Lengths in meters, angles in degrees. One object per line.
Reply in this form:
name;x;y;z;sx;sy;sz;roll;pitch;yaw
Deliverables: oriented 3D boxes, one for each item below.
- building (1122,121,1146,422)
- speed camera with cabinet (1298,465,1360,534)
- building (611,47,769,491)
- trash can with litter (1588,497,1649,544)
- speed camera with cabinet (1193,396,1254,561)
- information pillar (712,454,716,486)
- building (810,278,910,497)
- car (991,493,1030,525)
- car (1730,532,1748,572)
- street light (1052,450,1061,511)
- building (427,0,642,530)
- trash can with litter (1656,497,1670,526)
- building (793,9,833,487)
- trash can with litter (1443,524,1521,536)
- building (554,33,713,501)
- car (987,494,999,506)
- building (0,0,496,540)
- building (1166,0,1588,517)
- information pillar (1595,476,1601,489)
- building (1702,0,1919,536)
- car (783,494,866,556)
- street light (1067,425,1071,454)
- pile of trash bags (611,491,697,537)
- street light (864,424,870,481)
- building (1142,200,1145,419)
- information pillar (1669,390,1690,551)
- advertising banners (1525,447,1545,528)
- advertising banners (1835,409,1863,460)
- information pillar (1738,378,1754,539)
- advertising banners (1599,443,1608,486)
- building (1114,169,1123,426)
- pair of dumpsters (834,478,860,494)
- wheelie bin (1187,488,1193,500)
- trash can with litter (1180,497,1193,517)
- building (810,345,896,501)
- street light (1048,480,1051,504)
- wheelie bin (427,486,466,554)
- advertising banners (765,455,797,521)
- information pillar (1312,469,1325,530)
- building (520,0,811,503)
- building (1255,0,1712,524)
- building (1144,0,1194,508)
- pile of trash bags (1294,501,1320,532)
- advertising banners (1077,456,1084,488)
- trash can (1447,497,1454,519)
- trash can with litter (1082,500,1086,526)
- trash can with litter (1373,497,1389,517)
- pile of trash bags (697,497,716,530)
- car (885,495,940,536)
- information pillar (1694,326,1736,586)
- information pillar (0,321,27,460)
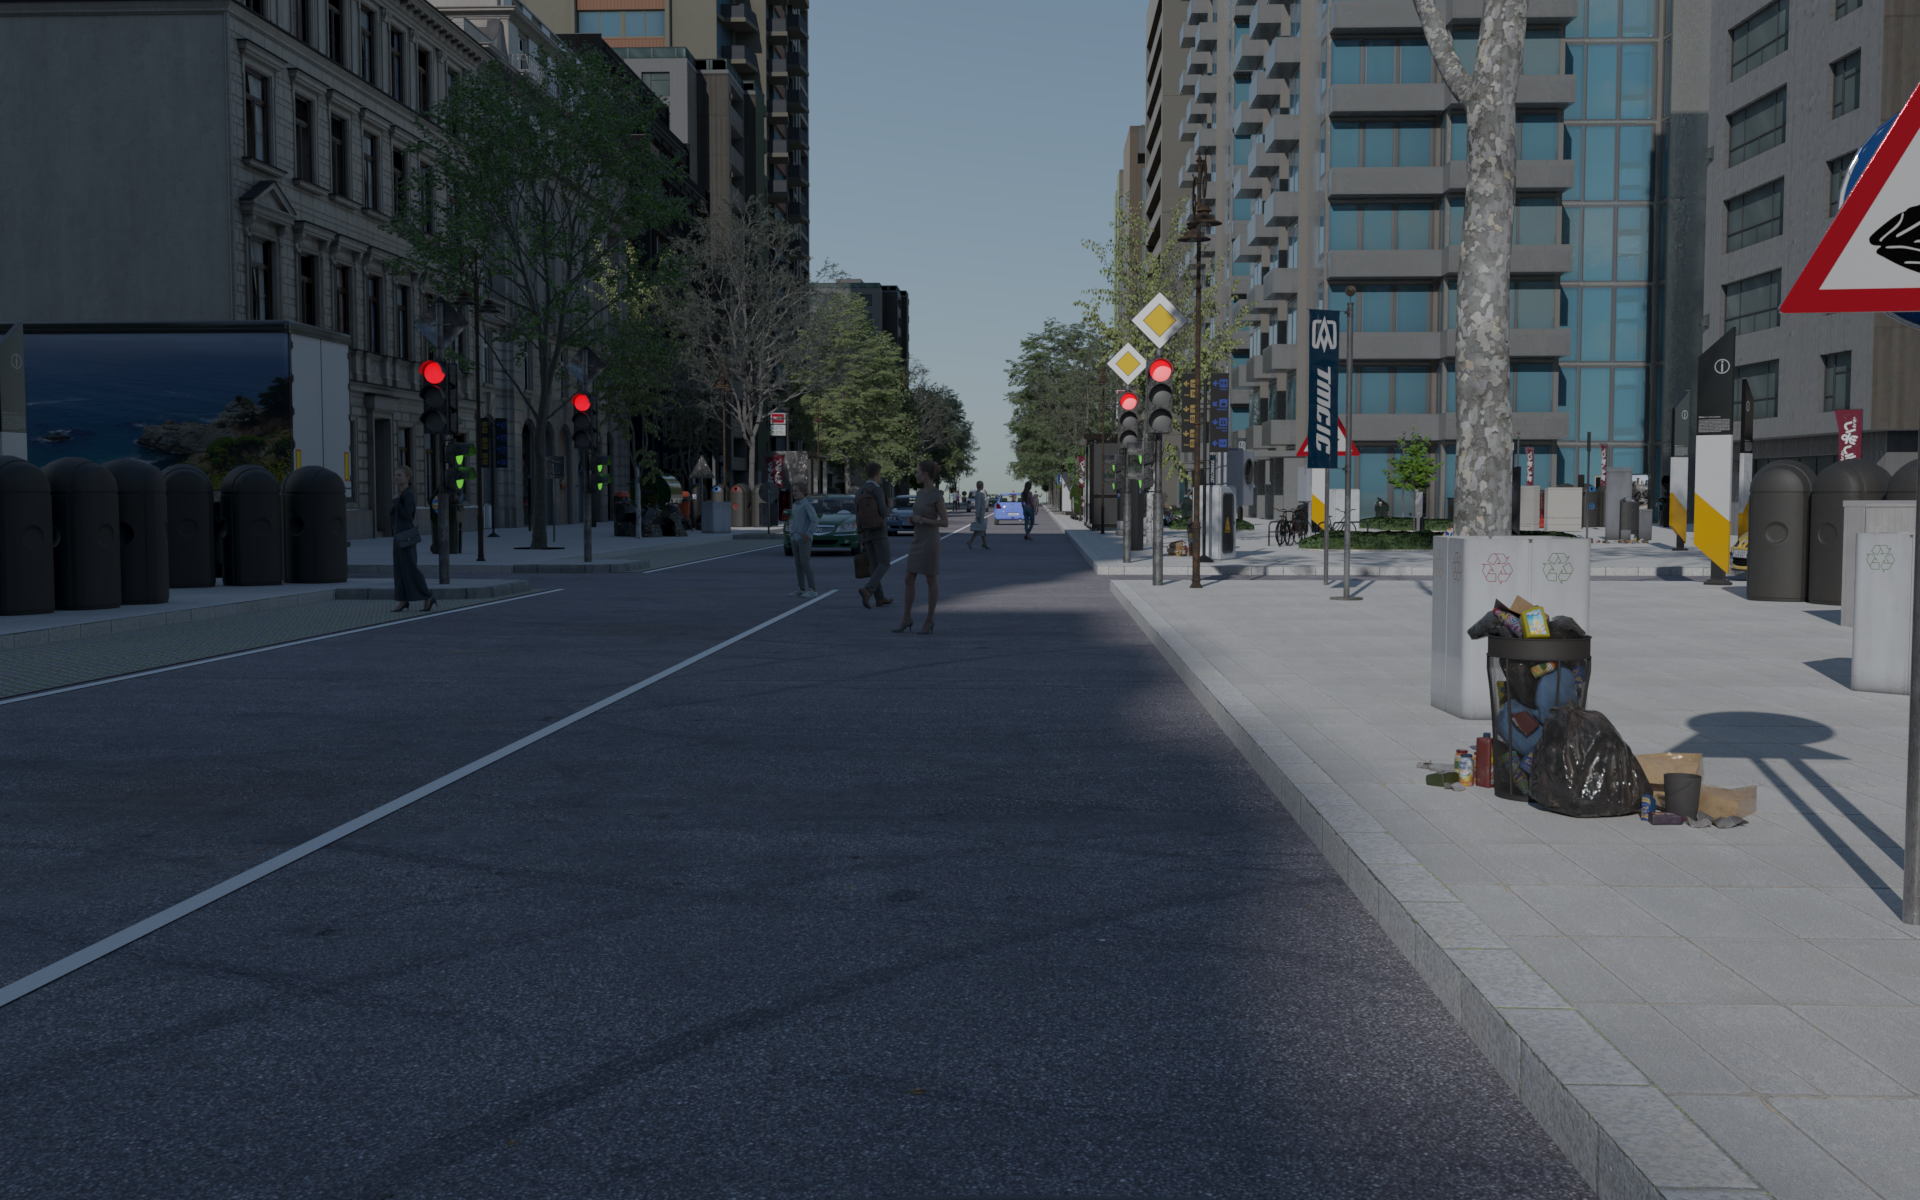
building;26.611;-33.995;205.934;14.600;45.320;14.200;0;4;2
speed camera with cabinet;11.946;-3.777;56.093;2.038;3.252;0.660;-1;4;-22
building;-20.906;-21.053;115.917;14.160;30.474;14.107;0;4;2
trash can with litter;17.072;-2.093;45.270;2.233;1.210;1.678;-1;4;-9
speed camera with cabinet;5.213;-2.435;34.156;0.660;3.252;2.038;2;4;28
information pillar;-14.443;-6.750;101.717;0.183;3.616;0.504;-2;4;-33
building;-14.390;-28.434;236.589;14.160;30.474;14.107;0;4;2
car;2.437;-4.376;81.144;1.945;1.707;3.694;0;4;0
car;14.680;-1.098;28.184;3.980;1.641;2.015;0;4;1
street light;8.748;-11.278;157.182;0.468;5.910;1.993;0;4;2
building;-22.312;-14.082;72.035;13.314;21.916;24.055;0;4;2
trash can with litter;28.590;-3.609;70.387;0.624;1.170;1.055;1;4;21
building;-22.588;-44.200;160.926;20.563;71.187;20.611;0;4;2
trash can with litter;5.069;-0.297;16.246;1.055;1.170;0.624;-2;4;-28
building;-20.762;-16.035;91.850;12.332;23.373;15.834;0;4;2
car;3.477;-10.572;182.633;2.009;1.686;4.222;0;4;1
building;-21.605;-11.365;50.441;10.561;19.102;19.286;0;4;2
building;27.345;-30.787;122.984;23.786;49.044;30.456;0;4;2
information pillar;26.253;-4.078;71.169;0.304;2.012;0.304;2;4;31
building;29.608;-16.781;46.067;14.107;30.474;14.160;0;4;2
car;-3.118;-1.831;41.736;2.131;1.459;4.920;0;4;2
street light;6.664;-8.191;106.712;0.468;5.910;1.993;0;4;2
pile of trash bags;-9.761;-2.640;52.920;1.912;1.369;3.447;-2;4;-35
street light;-5.844;-8.356;109.413;0.468;5.910;1.993;0;4;2
building;24.581;-24.213;167.580;14.160;30.474;14.107;0;4;2
information pillar;16.239;-2.919;39.080;0.504;3.616;0.183;-2;4;-28
advertising banners;21.734;-4.188;64.656;2.074;3.025;0.090;-2;4;-33
advertising banners;18.928;-2.391;35.278;2.074;3.025;0.090;2;4;30
information pillar;15.973;-2.683;35.215;0.183;3.616;0.504;3;5;43
advertising banners;22.809;-3.927;60.397;2.074;3.025;0.090;-3;5;-40
building;26.846;-32.821;220.224;14.154;41.232;14.086;0;4;2
pair of dumpsters;-6.931;-6.322;105.856;1.574;2.255;4.437;0;4;2
wheelie bin;12.371;-5.142;91.981;0.693;1.594;0.980;0;4;3
trash can with litter;9.568;-3.695;71.806;0.624;1.170;1.055;-1;4;-19
building;-22.959;-22.643;215.254;27.650;21.520;28.899;0;4;2
street light;9.845;-12.865;183.135;0.468;5.910;1.993;0;4;2
wheelie bin;-11.009;-1.793;37.226;0.693;1.594;0.980;0;4;-1
advertising banners;-8.223;-5.219;81.523;2.074;3.025;0.090;1;4;19
information pillar;10.216;-3.525;48.983;0.504;3.616;0.183;1;4;19
building;-23.822;-29.507;137.069;22.147;44.769;28.867;0;4;2
building;25.811;-28.555;86.477;23.786;49.044;30.456;0;4;2
building;27.258;-32.129;149.005;21.300;48.544;21.600;0;4;2
pile of trash bags;12.483;-3.000;58.804;1.912;1.369;3.447;0;4;-4
advertising banners;6.268;-5.088;79.376;2.074;3.025;0.090;2;4;32
trash can;20.678;-3.711;72.327;0.748;1.137;0.748;0;3;0
trash can with litter;5.122;-3.551;69.448;0.624;1.170;1.055;0;4;-4
trash can with litter;16.422;-3.368;66.458;1.055;1.170;0.624;0;4;7
pile of trash bags;-9.476;-3.140;61.091;1.912;1.369;3.447;0;4;0
car;-1.639;-2.959;60.381;2.014;1.417;4.499;0;4;2
information pillar;10.628;-2.020;24.374;0.504;3.616;0.183;3;5;39
information pillar;-12.748;-1.955;23.314;0.183;3.616;0.504;1;4;10
